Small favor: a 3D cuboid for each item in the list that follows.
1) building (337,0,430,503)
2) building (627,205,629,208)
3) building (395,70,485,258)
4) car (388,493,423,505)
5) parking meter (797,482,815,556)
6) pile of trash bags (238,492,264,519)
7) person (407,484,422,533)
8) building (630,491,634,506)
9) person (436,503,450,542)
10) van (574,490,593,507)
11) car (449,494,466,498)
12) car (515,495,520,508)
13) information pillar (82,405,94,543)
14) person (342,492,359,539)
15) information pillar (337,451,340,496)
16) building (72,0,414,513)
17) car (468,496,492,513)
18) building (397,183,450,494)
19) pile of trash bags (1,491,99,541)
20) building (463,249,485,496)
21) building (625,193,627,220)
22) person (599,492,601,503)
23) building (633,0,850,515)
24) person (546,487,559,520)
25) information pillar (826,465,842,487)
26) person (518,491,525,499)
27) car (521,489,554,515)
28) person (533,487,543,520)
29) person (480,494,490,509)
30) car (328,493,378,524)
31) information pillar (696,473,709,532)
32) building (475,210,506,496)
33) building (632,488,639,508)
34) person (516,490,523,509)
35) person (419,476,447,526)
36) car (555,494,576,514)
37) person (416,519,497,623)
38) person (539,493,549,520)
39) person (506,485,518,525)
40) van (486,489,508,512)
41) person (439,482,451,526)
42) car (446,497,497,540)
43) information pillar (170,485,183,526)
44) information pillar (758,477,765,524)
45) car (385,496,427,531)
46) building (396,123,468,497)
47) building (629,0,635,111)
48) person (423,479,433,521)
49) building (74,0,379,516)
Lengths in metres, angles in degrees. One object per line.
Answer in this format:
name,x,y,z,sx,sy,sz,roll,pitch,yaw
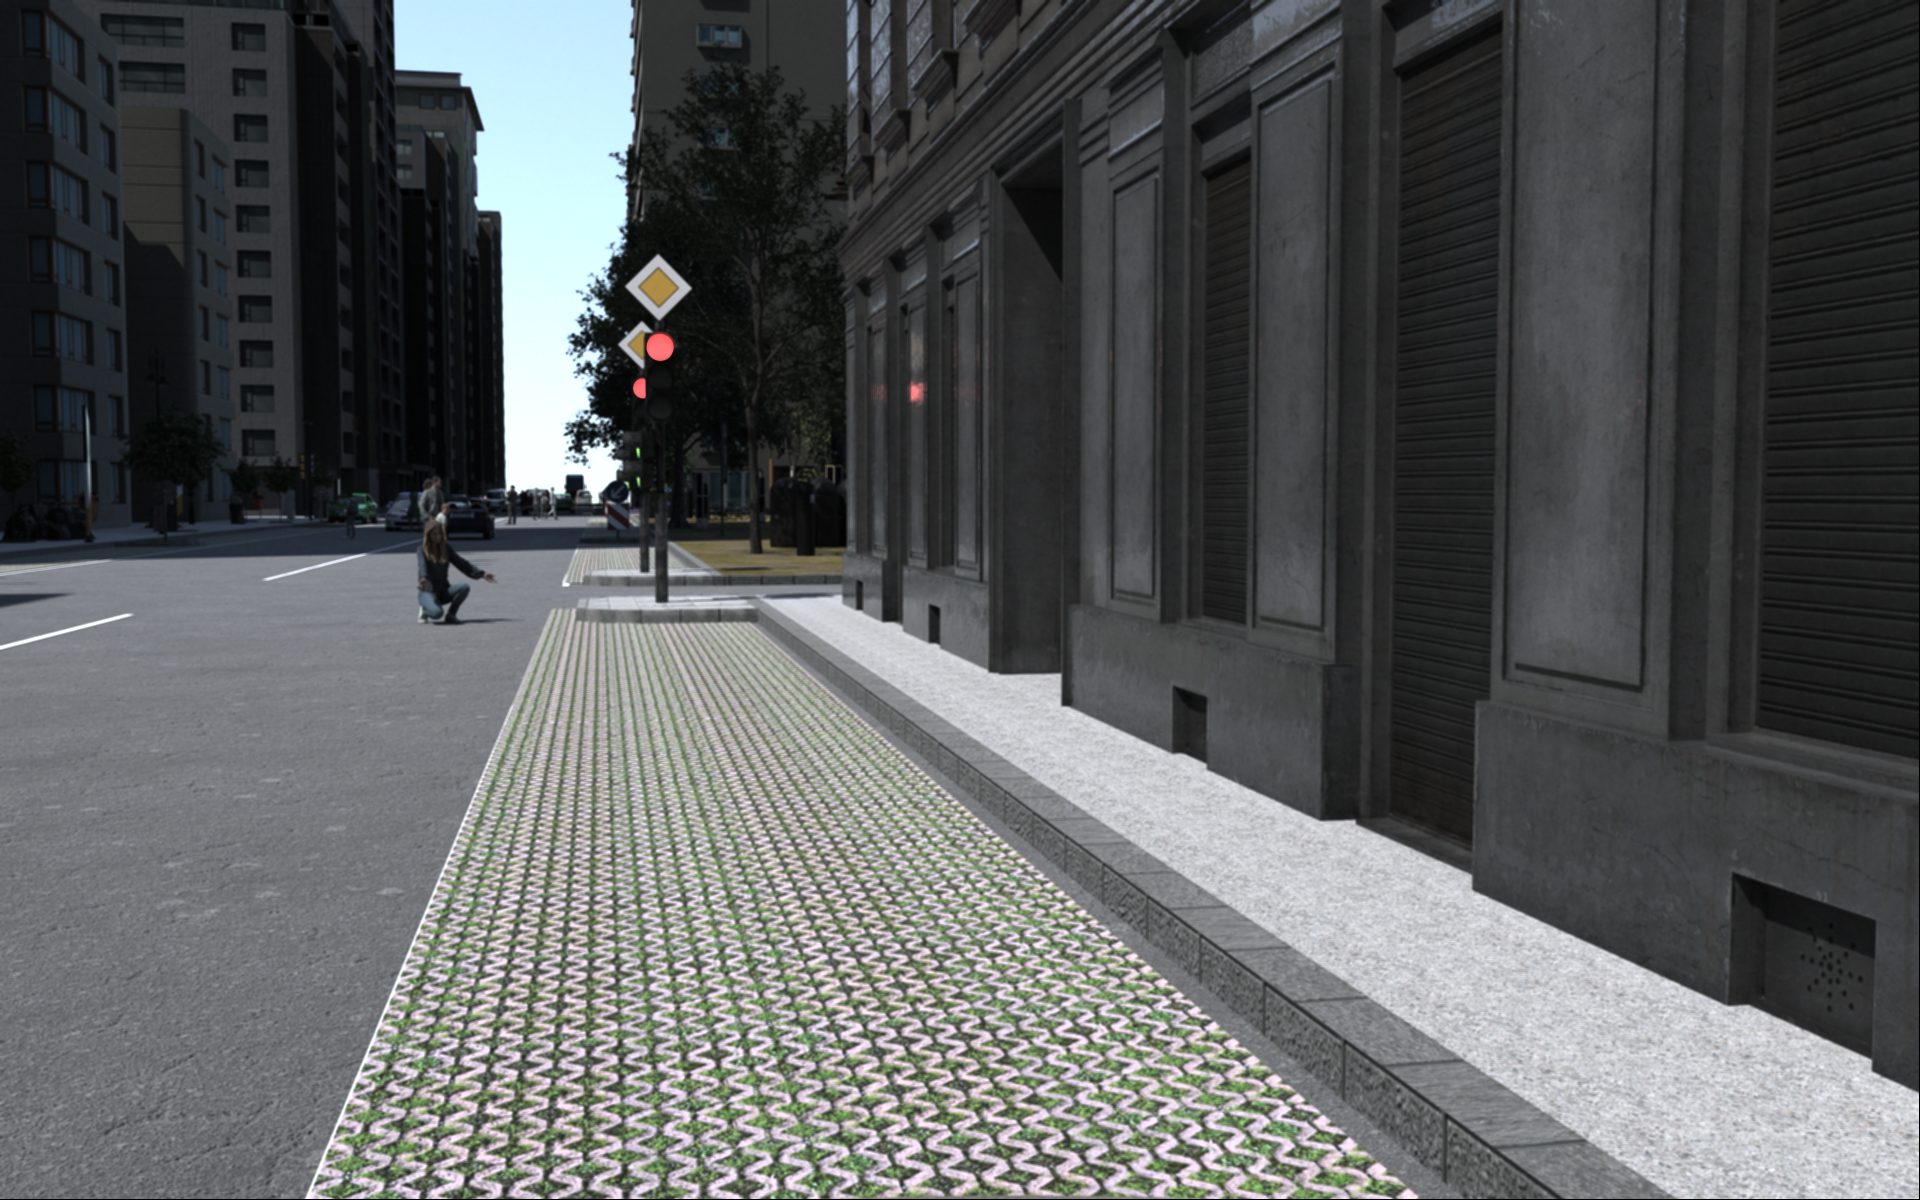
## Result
building,-55.451,-43.098,142.902,20.563,71.187,20.611,-1,4,-12
building,-35.539,-38.268,245.288,23.786,49.044,30.456,-1,4,-12
building,-75.275,-38.503,218.758,28.713,52.752,27.495,-1,4,-12
car,-24.052,-4.063,76.029,1.945,1.707,3.694,-1,4,-13
parking meter,-3.205,-1.686,35.982,0.372,1.533,0.369,0,3,0
pile of trash bags,-37.853,-4.928,90.319,3.447,1.369,1.912,1,4,14
person,-20.302,-3.406,64.441,0.529,1.795,0.600,0,4,-2
building,-30.044,-25.839,194.173,14.160,30.474,14.107,-1,4,-12
person,-10.338,-1.310,34.604,0.352,1.250,0.332,0,4,1
van,-40.949,-11.096,188.425,2.013,2.044,4.112,-1,4,-13
car,-30.971,-5.755,106.095,2.014,1.417,4.499,-1,4,-10
car,-43.479,-9.766,172.034,2.083,1.381,4.827,-1,4,-11
information pillar,-23.088,-3.331,45.824,0.183,3.616,0.504,-1,4,-18
person,-19.621,-2.730,55.738,0.523,1.515,0.503,-1,4,-16
information pillar,-33.925,-6.317,94.632,0.183,3.616,0.504,-1,4,-17
building,-55.880,-26.247,121.024,32.217,40.220,23.993,-1,4,-12
car,-32.902,-6.443,117.916,1.945,1.354,3.894,-1,4,-11
building,-55.794,-23.857,161.769,14.160,30.474,14.107,-1,4,-12
pile of trash bags,-25.392,-2.399,48.973,1.912,1.369,3.447,0,4,1
building,-63.034,-26.237,200.682,14.160,30.474,14.107,-1,4,-12
building,-30.169,-34.316,215.696,22.147,44.769,28.867,-1,4,-12
person,-49.634,-14.071,239.236,0.721,1.739,1.217,-2,4,-35
building,-10.506,-30.044,114.926,21.300,48.544,21.600,-1,4,-12
person,-22.931,-5.438,97.296,0.818,1.842,0.514,-2,4,-29
information pillar,-3.236,-2.451,44.572,0.304,2.012,0.304,3,5,39
person,-40.924,-9.387,162.705,1.217,1.736,0.721,0,4,-1
car,-29.089,-6.771,119.380,2.281,1.827,5.304,-1,4,-11
person,-23.450,-5.348,96.121,0.526,1.800,0.537,-1,4,-16
person,-28.517,-5.638,103.874,0.628,1.438,0.799,0,4,0
car,-28.969,-4.519,82.677,1.959,1.807,4.718,-1,4,-10
information pillar,-8.821,-3.352,59.290,0.304,2.012,0.304,2,4,31
building,-71.321,-34.149,241.922,14.154,41.232,14.086,-1,4,-12
building,-15.462,-29.112,167.854,32.217,40.220,23.993,-1,4,-12
person,-41.998,-9.639,166.174,1.350,1.814,0.705,-2,4,-25
person,-11.094,-1.709,36.541,0.391,1.810,0.635,1,4,17
car,-29.185,-7.229,126.983,1.959,1.807,4.718,-1,4,-11
person,-5.645,-0.317,19.176,1.012,1.151,0.738,-3,5,-41
person,-22.673,-5.088,94.282,0.523,1.515,0.503,2,4,24
person,-21.143,-4.476,81.482,0.447,1.846,0.655,2,4,30
van,-36.716,-7.944,136.891,2.013,2.044,4.112,-1,4,-11
person,-14.415,-2.401,47.996,0.600,1.795,0.529,-1,4,-16
car,-15.858,-2.626,55.518,1.945,1.354,3.894,-1,4,-13
information pillar,-31.315,-4.757,69.135,0.183,3.616,0.504,3,5,42
information pillar,-8.664,-4.330,75.282,0.304,2.012,0.304,-2,4,-30
car,-21.550,-3.429,68.429,2.083,1.381,4.827,-1,4,-12
building,-60.881,-30.703,185.583,14.154,41.232,14.086,-1,4,-12
building,-15.200,-29.697,140.175,22.147,44.769,28.867,-1,4,-12
person,-12.443,-1.973,41.039,0.573,1.790,0.520,-2,4,-30
building,-43.420,-20.331,104.112,14.160,30.474,14.107,-1,4,-12
